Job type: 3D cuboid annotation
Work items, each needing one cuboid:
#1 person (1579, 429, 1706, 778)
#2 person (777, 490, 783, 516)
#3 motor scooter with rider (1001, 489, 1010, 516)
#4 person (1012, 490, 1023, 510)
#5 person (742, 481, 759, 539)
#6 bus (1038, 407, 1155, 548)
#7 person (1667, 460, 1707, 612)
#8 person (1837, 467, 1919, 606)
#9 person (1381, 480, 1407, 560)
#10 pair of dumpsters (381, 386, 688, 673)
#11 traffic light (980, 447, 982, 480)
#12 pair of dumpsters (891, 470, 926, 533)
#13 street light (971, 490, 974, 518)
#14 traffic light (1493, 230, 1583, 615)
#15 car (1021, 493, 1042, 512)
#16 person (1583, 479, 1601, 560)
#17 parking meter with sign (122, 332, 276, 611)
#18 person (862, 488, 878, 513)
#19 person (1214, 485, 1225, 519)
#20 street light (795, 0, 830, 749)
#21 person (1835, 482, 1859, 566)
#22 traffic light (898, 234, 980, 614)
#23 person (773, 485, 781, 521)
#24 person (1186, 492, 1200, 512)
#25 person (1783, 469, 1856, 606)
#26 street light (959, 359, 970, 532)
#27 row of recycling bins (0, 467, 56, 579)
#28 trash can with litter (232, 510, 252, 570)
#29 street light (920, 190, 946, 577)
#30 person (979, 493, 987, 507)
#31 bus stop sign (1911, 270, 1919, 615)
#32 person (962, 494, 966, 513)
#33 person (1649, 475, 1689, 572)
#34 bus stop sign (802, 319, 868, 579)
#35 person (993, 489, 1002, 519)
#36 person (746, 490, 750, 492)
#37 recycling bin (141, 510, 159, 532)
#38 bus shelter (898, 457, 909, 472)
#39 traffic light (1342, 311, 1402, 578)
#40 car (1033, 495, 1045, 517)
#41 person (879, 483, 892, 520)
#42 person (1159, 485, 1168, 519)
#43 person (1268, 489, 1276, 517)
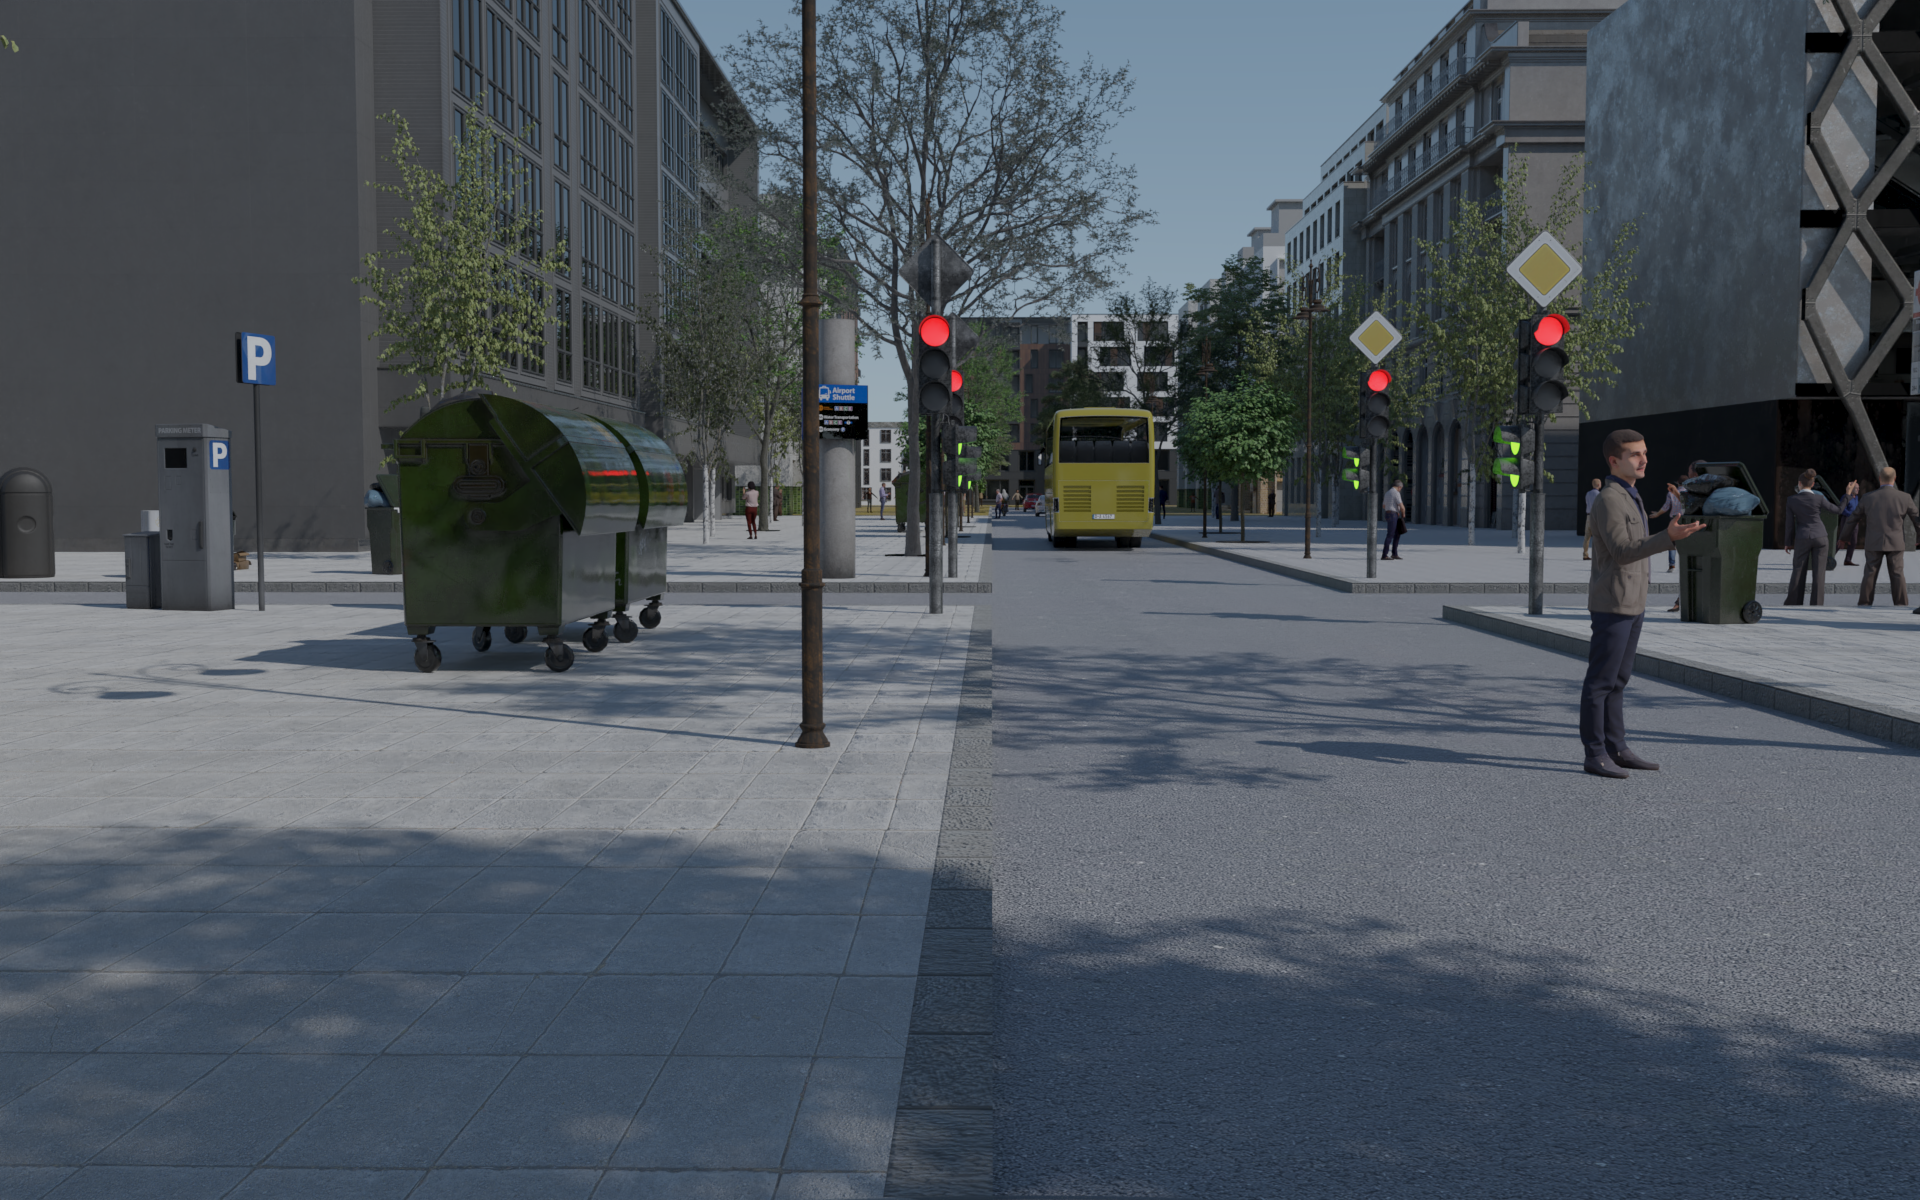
[{"bbox_3d":[3.498,0.015,8.782,0.617,1.759,0.750,-3,5,-43],"label":"person"},{"bbox_3d":[-10.487,-5.636,100.465,0.388,1.546,0.482,-1,4,-10],"label":"person"},{"bbox_3d":[2.902,-6.328,112.427,0.876,1.779,1.986,0,4,-1],"label":"motor scooter with rider"},{"bbox_3d":[5.017,-8.731,151.266,1.348,1.823,0.705,-3,4,-38],"label":"person"},{"bbox_3d":[-5.957,-2.548,49.163,0.517,1.644,0.566,1,4,10],"label":"person"},{"bbox_3d":[3.743,-3.517,49.053,2.896,3.916,12.252,0,4,2],"label":"bus"},{"bbox_3d":[7.864,-0.680,18.629,0.593,1.643,0.415,3,5,41],"label":"person"},{"bbox_3d":[11.225,-0.735,21.063,0.990,1.755,0.434,2,4,30],"label":"person"},{"bbox_3d":[8.436,-1.559,33.747,0.590,1.554,0.614,-1,4,-13],"label":"person"},{"bbox_3d":[-3.388,-0.728,14.395,1.574,2.255,4.436,0,4,1],"label":"pair of dumpsters"},{"bbox_3d":[-0.092,-2.276,26.454,0.839,4.213,0.868,0,4,1],"label":"traffic light"},{"bbox_3d":[-1.540,-3.471,59.249,1.574,2.255,4.436,0,4,1],"label":"pair of dumpsters"},{"bbox_3d":[0.369,-6.331,76.292,0.468,5.910,1.993,0,4,1],"label":"street light"},{"bbox_3d":[6.122,-1.781,18.370,0.839,4.213,0.868,0,4,1],"label":"traffic light"},{"bbox_3d":[5.965,-7.946,138.949,2.155,1.783,4.494,0,4,1],"label":"car"},{"bbox_3d":[12.258,-1.549,33.434,0.319,1.574,0.516,-1,4,-21],"label":"person"},{"bbox_3d":[-8.452,-1.400,19.145,1.738,3.016,0.543,1,4,16],"label":"parking meter with sign"},{"bbox_3d":[-6.131,-6.803,118.103,1.217,1.723,0.721,-2,4,-31],"label":"person"},{"bbox_3d":[13.194,-4.964,88.029,0.431,1.722,0.655,-1,4,-22],"label":"person"},{"bbox_3d":[-0.749,-2.192,8.630,0.468,5.910,1.993,0,4,1],"label":"street light"},{"bbox_3d":[15.809,-1.349,30.786,0.574,1.496,0.600,-1,4,-9],"label":"person"},{"bbox_3d":[-0.238,-1.787,18.470,0.839,4.213,0.868,0,4,1],"label":"traffic light"},{"bbox_3d":[-8.693,-4.602,81.966,0.565,1.739,0.600,1,4,20],"label":"person"},{"bbox_3d":[16.843,-7.086,125.157,1.065,1.426,0.557,0,4,1],"label":"person"},{"bbox_3d":[10.141,-0.684,20.487,0.742,1.727,0.445,0,4,-2],"label":"person"},{"bbox_3d":[0.034,-5.287,59.229,0.468,5.910,1.993,0,4,1],"label":"street light"},{"bbox_3d":[-15.703,-1.190,26.565,3.534,1.692,1.069,0,3,0],"label":"row of recycling bins"},{"bbox_3d":[-12.409,-1.086,29.141,0.624,1.170,1.055,0,4,3],"label":"trash can with litter"},{"bbox_3d":[-0.486,-3.299,26.731,0.468,5.910,1.993,0,4,1],"label":"street light"},{"bbox_3d":[2.117,-10.496,177.744,1.348,1.812,0.705,1,4,10],"label":"person"},{"bbox_3d":[10.407,-1.827,18.580,0.416,3.939,0.855,0,4,3],"label":"bus stop sign"},{"bbox_3d":[0.204,-6.789,117.042,0.705,1.824,1.348,-1,4,-9],"label":"person"},{"bbox_3d":[11.791,-1.241,28.286,0.963,1.587,0.435,1,4,14],"label":"person"},{"bbox_3d":[-1.906,-2.284,26.356,0.837,3.901,0.837,-1,4,-18],"label":"bus stop sign"},{"bbox_3d":[2.186,-5.558,100.306,0.436,1.711,0.756,-1,4,-11],"label":"person"},{"bbox_3d":[-11.971,-5.637,99.034,0.655,1.722,0.431,3,5,44],"label":"person"},{"bbox_3d":[-12.120,-0.858,26.589,0.722,1.027,0.722,-2,4,-33],"label":"recycling bin"},{"bbox_3d":[-1.983,-5.701,87.134,2.014,3.302,5.546,0,4,1],"label":"bus shelter"},{"bbox_3d":[6.268,-2.270,26.353,0.839,4.213,0.868,0,4,1],"label":"traffic light"},{"bbox_3d":[5.765,-6.053,111.329,2.083,1.381,4.827,0,4,2],"label":"car"},{"bbox_3d":[-3.650,-4.811,84.575,0.599,1.838,0.709,-1,4,-10],"label":"person"},{"bbox_3d":[10.384,-5.052,89.350,0.576,1.737,0.504,-2,4,-24],"label":"person"},{"bbox_3d":[17.361,-5.386,96.378,0.482,1.546,0.388,3,5,44],"label":"person"}]
